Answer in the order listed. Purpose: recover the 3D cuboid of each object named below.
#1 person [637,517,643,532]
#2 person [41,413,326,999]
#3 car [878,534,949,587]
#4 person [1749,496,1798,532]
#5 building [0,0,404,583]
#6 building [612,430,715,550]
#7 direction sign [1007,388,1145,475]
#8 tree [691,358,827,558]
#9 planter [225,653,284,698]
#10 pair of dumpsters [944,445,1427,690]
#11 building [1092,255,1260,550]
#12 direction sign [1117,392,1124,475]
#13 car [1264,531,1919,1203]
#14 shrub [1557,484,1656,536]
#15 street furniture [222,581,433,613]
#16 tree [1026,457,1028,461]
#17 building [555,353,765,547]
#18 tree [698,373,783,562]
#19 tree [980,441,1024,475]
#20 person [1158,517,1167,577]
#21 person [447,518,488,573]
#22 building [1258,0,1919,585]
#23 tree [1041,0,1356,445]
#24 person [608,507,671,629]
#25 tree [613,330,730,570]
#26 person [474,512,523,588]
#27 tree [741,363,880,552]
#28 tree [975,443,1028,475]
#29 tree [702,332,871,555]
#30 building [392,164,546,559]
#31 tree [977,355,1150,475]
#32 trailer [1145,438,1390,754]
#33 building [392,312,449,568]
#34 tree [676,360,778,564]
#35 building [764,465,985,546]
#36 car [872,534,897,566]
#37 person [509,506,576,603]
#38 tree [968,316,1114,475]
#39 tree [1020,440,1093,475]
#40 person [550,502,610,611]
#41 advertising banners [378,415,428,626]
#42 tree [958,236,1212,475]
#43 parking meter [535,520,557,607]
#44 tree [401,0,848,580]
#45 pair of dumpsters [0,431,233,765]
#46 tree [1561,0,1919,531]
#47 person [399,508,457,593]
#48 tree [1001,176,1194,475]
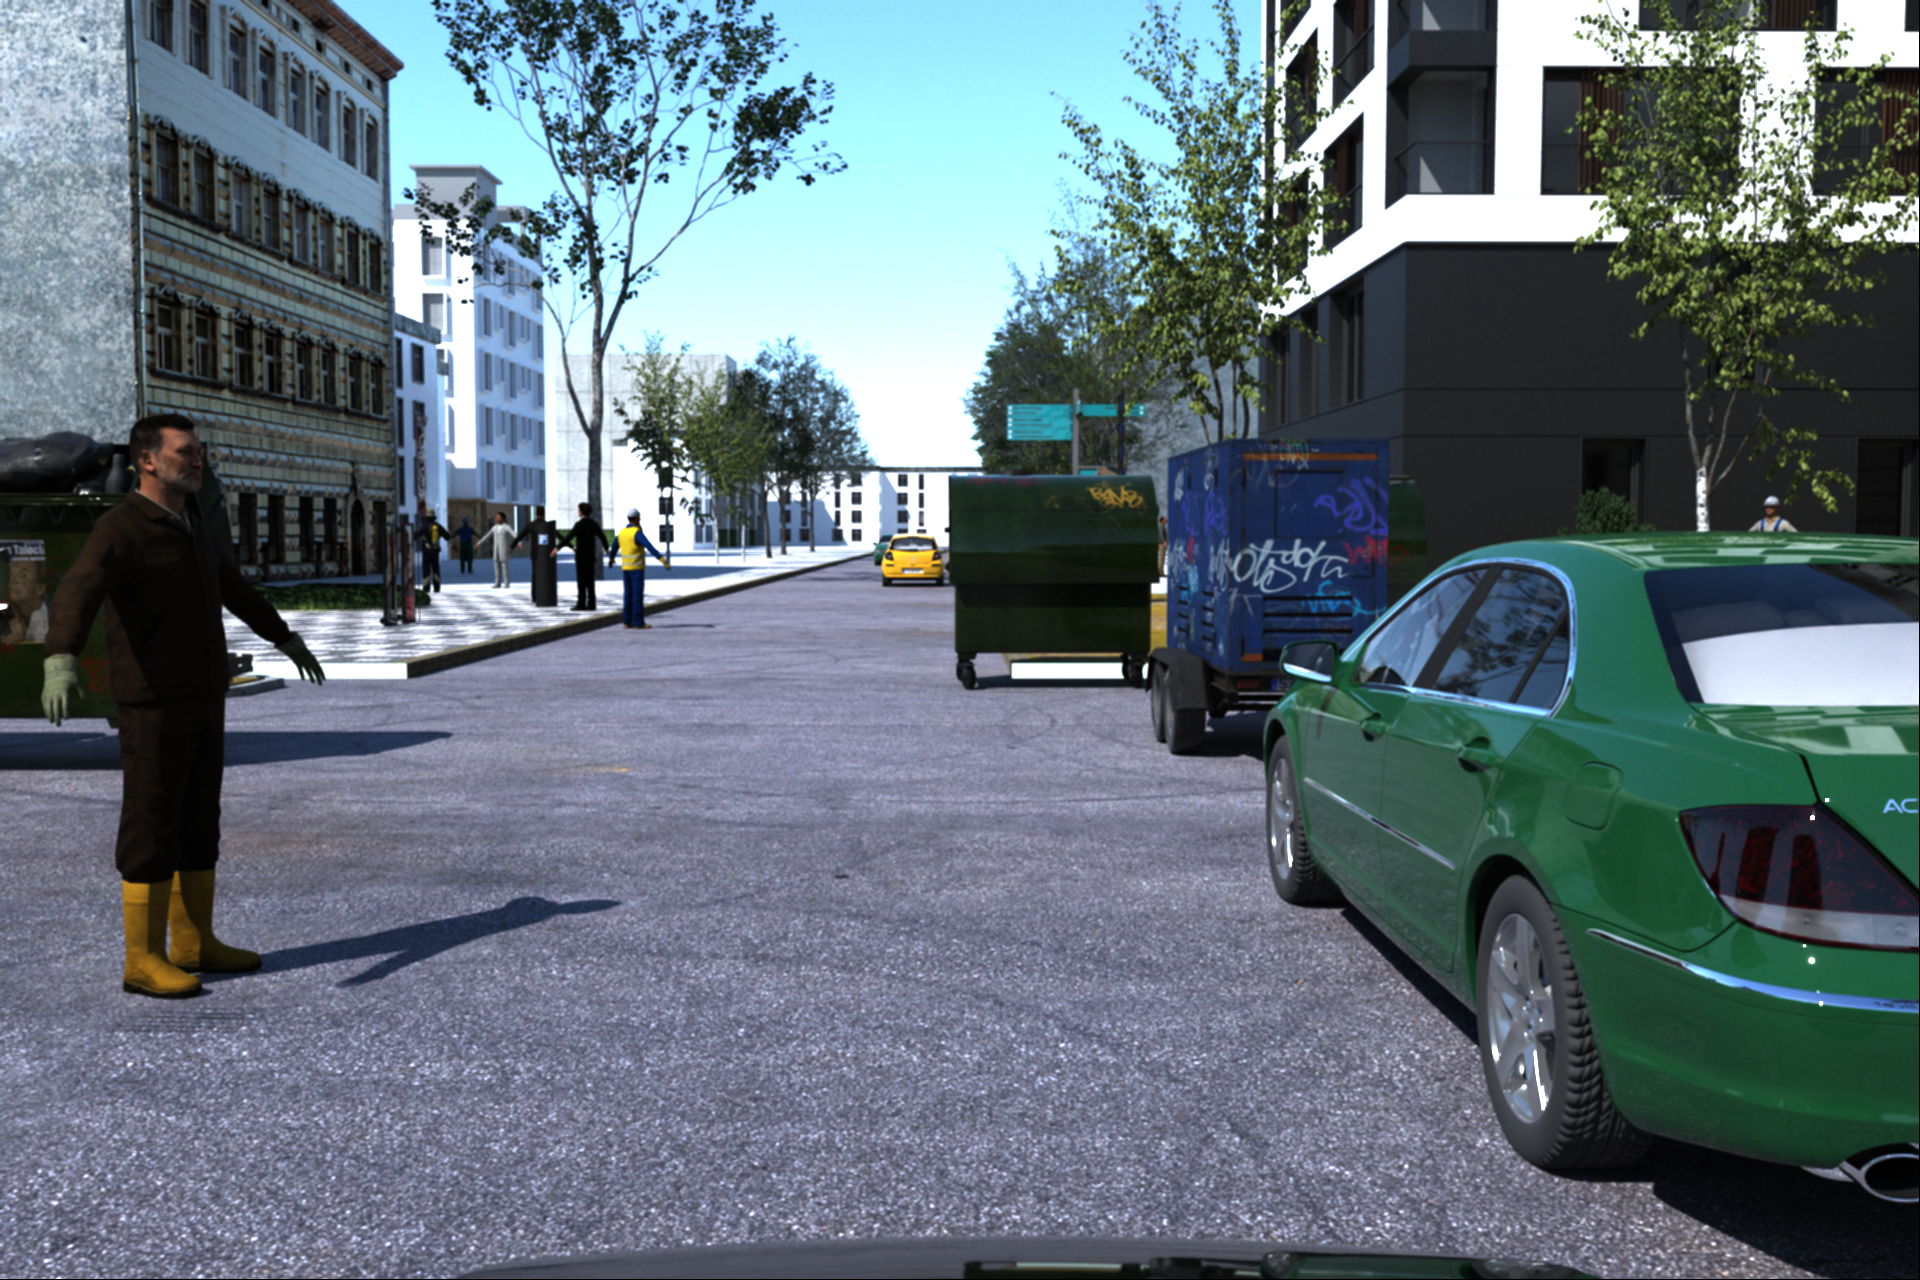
[{"bbox_3d":[-9.382,-2.706,50.217,0.705,1.833,1.349,-1,4,-10],"label":"person"},{"bbox_3d":[-2.479,0.189,5.504,0.704,1.812,1.346,1,4,11],"label":"person"},{"bbox_3d":[-1.302,-2.344,48.549,2.015,1.641,3.980,0,4,-1],"label":"car"},{"bbox_3d":[12.179,-1.235,26.044,0.705,1.847,1.347,-3,5,-42],"label":"person"},{"bbox_3d":[-27.500,-13.203,46.804,19.493,23.208,18.063,0,4,-1],"label":"building"},{"bbox_3d":[-26.213,-12.936,153.651,9.099,9.664,28.070,0,4,-1],"label":"building"},{"bbox_3d":[2.119,-2.600,31.280,2.525,3.948,1.411,0,4,1],"label":"direction sign"},{"bbox_3d":[-10.534,-9.667,92.460,7.601,10.594,8.767,1,4,9],"label":"tree"},{"bbox_3d":[-7.308,0.333,15.699,1.991,0.319,1.994,0,4,0],"label":"planter"},{"bbox_3d":[2.070,-0.705,16.475,4.436,2.255,1.574,0,4,-1],"label":"pair of dumpsters"},{"bbox_3d":[20.246,-19.218,145.147,19.493,23.208,18.063,0,4,-1],"label":"building"},{"bbox_3d":[2.600,-2.212,28.160,0.379,3.537,0.876,0,4,0],"label":"direction sign"},{"bbox_3d":[2.166,0.395,5.344,2.131,1.459,4.920,0,4,-1],"label":"car"},{"bbox_3d":[10.016,-1.406,27.033,1.661,2.075,1.752,0,3,0],"label":"shrub"},{"bbox_3d":[-14.377,-0.941,31.015,10.072,0.657,5.734,3,5,40],"label":"street furniture"},{"bbox_3d":[5.104,-10.161,116.495,4.360,8.622,3.978,0,3,0],"label":"tree"},{"bbox_3d":[-31.176,-19.510,185.453,16.747,18.905,31.486,0,4,0],"label":"building"},{"bbox_3d":[-9.914,-7.886,79.292,4.360,8.622,3.978,0,3,0],"label":"tree"},{"bbox_3d":[4.534,-11.549,123.243,7.601,10.594,8.767,0,4,6],"label":"tree"},{"bbox_3d":[6.047,-2.764,51.460,0.705,1.796,1.348,0,4,7],"label":"person"},{"bbox_3d":[-16.139,-3.090,56.648,1.347,1.817,0.704,0,4,4],"label":"person"},{"bbox_3d":[21.547,-12.387,46.507,27.936,21.610,32.646,0,4,-1],"label":"building"},{"bbox_3d":[3.357,-4.438,22.921,4.737,8.622,4.395,0,3,0],"label":"tree"},{"bbox_3d":[-4.921,-1.090,26.250,1.349,1.833,0.705,3,4,39],"label":"person"},{"bbox_3d":[-10.433,-6.827,61.979,4.737,8.622,4.395,0,3,0],"label":"tree"},{"bbox_3d":[-10.909,-2.137,41.127,1.347,1.806,0.705,1,4,20],"label":"person"},{"bbox_3d":[-10.684,-13.031,123.427,12.009,13.543,11.850,0,3,0],"label":"tree"},{"bbox_3d":[5.079,-10.643,108.424,8.767,10.594,7.601,0,4,3],"label":"tree"},{"bbox_3d":[-10.802,-11.945,105.668,12.009,13.543,11.850,0,3,0],"label":"tree"},{"bbox_3d":[-29.519,-14.289,90.045,16.016,20.090,11.380,0,4,-1],"label":"building"},{"bbox_3d":[5.046,-9.169,84.323,8.767,10.594,7.601,0,4,1],"label":"tree"},{"bbox_3d":[2.050,-0.322,12.309,1.471,1.999,3.904,0,4,-1],"label":"trailer"},{"bbox_3d":[-25.863,-7.899,71.293,9.099,9.664,28.070,0,4,0],"label":"building"},{"bbox_3d":[-10.191,-7.534,73.540,4.737,8.622,4.395,0,3,0],"label":"tree"},{"bbox_3d":[-9.684,-16.374,212.311,28.070,9.664,9.099,0,4,1],"label":"building"},{"bbox_3d":[-2.984,-4.187,80.249,2.131,1.459,4.920,0,4,0],"label":"car"},{"bbox_3d":[-7.823,-1.599,32.372,1.346,1.802,0.704,1,4,9],"label":"person"},{"bbox_3d":[4.891,-11.811,99.764,9.857,13.997,8.962,0,3,0],"label":"tree"},{"bbox_3d":[4.922,-8.591,90.822,4.737,8.622,4.395,0,3,0],"label":"tree"},{"bbox_3d":[-6.283,-1.391,28.936,0.705,1.806,1.347,2,4,31],"label":"person"},{"bbox_3d":[-7.963,-1.756,24.899,0.090,3.025,2.074,0,4,1],"label":"advertising banners"},{"bbox_3d":[5.010,-9.788,70.400,12.009,13.543,11.850,0,3,0],"label":"tree"},{"bbox_3d":[-7.324,-1.359,30.636,0.372,1.533,0.369,0,3,0],"label":"parking meter"},{"bbox_3d":[-9.563,-11.828,49.285,12.611,20.169,13.585,0,3,0],"label":"tree"},{"bbox_3d":[-6.995,-0.354,10.735,4.436,2.255,1.574,0,4,-1],"label":"pair of dumpsters"},{"bbox_3d":[8.719,-4.246,19.785,4.737,8.622,4.395,0,3,0],"label":"tree"},{"bbox_3d":[-11.604,-1.966,37.927,1.354,1.856,0.705,-3,5,-43],"label":"person"},{"bbox_3d":[3.352,-5.179,35.040,4.360,8.622,3.978,0,3,0],"label":"tree"}]
